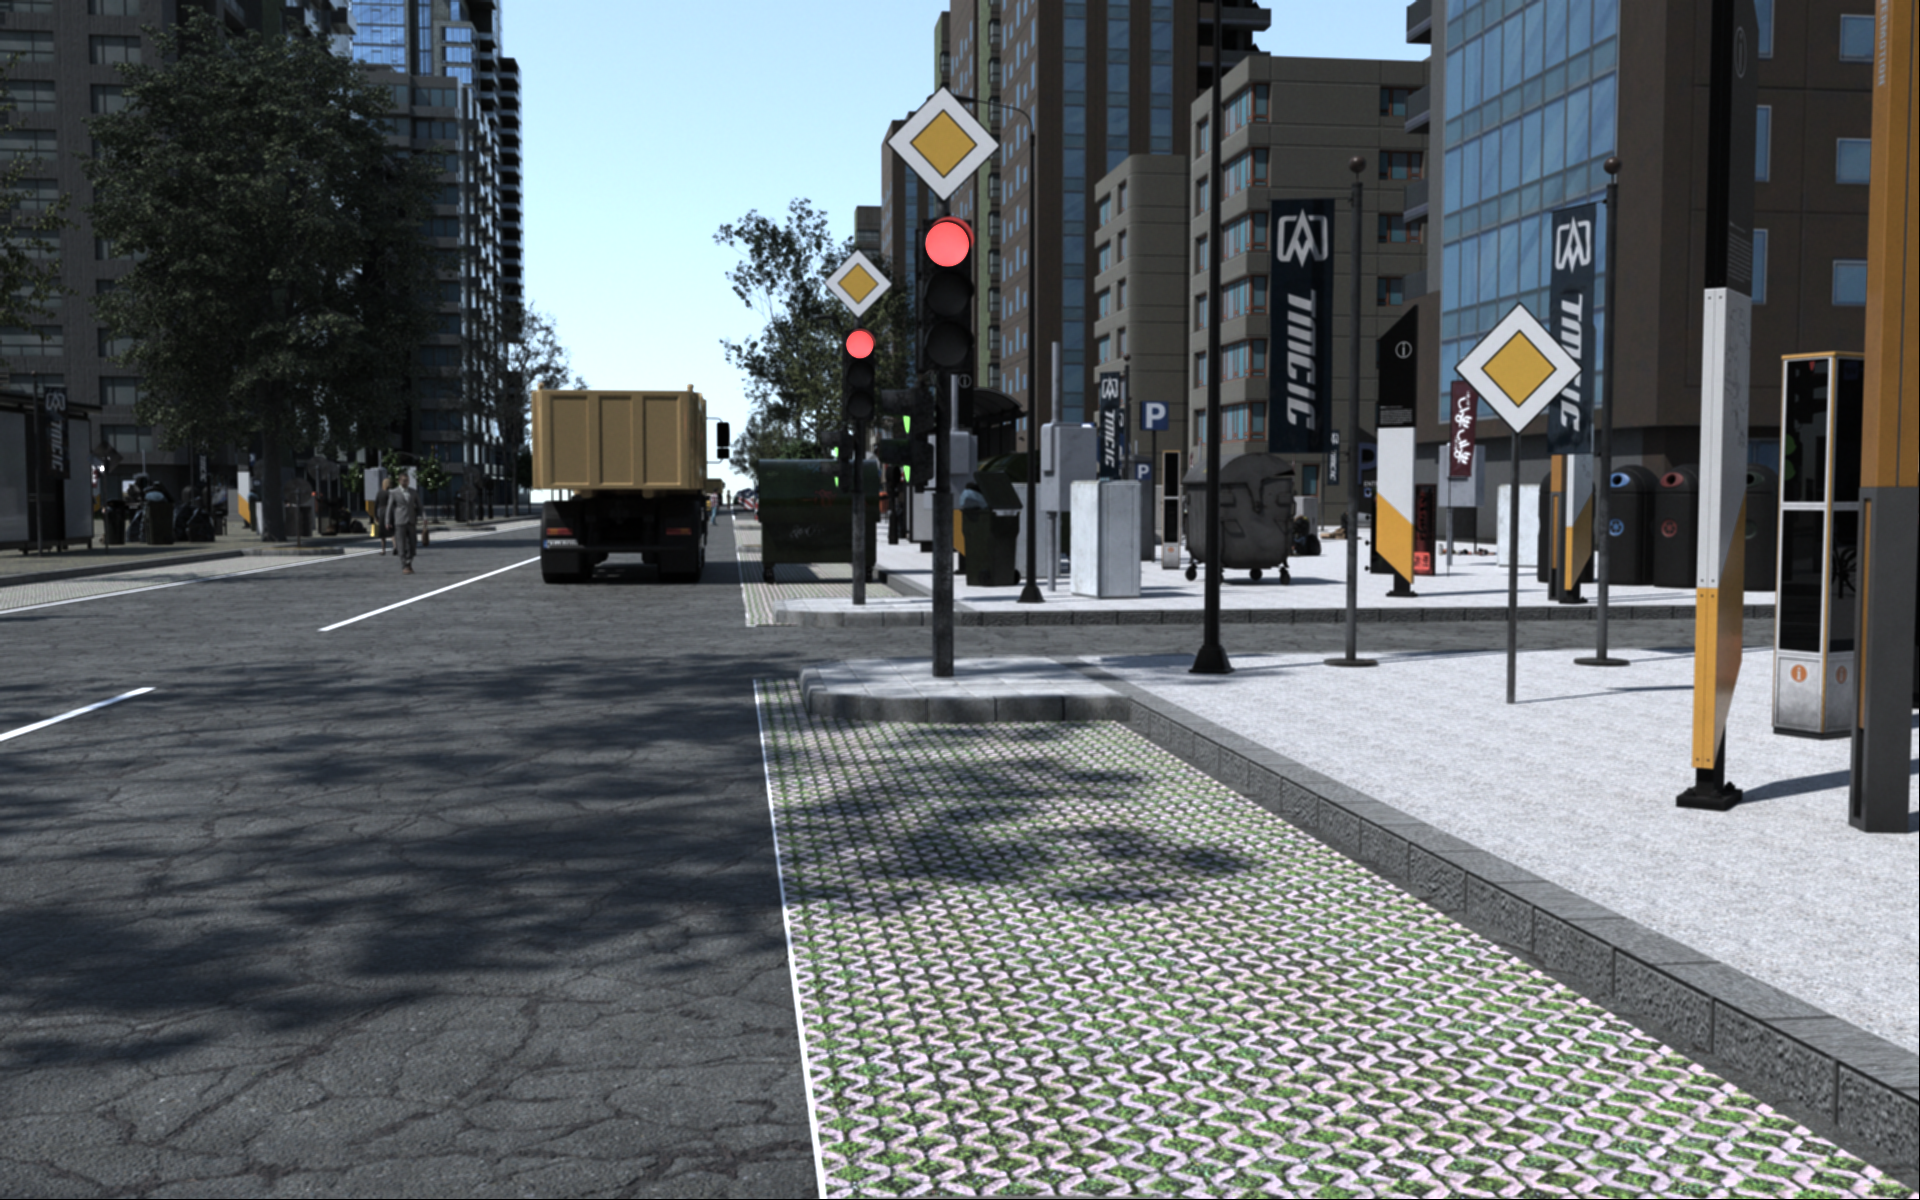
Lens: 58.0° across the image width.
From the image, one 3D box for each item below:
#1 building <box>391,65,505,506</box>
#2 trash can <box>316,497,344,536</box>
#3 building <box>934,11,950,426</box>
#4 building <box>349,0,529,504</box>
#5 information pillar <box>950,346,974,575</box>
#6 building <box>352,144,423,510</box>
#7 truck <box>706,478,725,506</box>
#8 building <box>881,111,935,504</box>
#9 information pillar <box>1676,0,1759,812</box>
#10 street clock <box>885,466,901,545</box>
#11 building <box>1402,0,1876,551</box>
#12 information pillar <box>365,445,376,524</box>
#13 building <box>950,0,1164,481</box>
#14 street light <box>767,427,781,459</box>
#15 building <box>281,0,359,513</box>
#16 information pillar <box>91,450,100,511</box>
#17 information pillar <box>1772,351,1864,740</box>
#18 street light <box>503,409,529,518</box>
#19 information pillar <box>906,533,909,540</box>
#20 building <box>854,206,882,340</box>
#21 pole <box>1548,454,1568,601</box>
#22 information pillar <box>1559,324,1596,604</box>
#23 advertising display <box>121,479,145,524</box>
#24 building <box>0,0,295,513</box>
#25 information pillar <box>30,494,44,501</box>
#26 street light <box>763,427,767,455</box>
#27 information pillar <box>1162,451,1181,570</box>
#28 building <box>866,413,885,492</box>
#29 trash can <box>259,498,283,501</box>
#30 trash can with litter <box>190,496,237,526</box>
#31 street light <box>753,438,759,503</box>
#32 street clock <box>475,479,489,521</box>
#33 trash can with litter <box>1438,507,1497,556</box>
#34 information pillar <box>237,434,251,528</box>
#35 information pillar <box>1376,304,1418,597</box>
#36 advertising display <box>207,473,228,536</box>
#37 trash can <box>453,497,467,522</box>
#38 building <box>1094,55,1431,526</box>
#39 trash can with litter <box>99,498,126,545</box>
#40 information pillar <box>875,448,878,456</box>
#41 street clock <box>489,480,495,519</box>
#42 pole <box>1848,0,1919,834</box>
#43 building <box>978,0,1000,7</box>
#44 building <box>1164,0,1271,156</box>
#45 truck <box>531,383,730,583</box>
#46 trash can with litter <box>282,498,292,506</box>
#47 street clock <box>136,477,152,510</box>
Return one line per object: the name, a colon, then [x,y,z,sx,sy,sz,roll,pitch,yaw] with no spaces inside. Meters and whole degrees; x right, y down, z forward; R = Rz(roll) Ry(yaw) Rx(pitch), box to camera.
building: [-65.568,-35.517,200.313,23.786,49.044,30.456,0,4,-8]
trash can: [-19.357,-2.535,53.099,0.748,1.137,0.748,0,3,0]
building: [4.532,-28.635,151.777,14.154,41.232,14.086,0,4,-8]
building: [-68.789,-56.086,229.682,22.319,86.520,31.000,0,4,-8]
information pillar: [-0.005,-2.209,27.467,0.504,3.616,0.183,-1,4,-14]
building: [-52.677,-22.638,141.834,14.160,30.474,14.107,0,4,-8]
truck: [-30.601,-13.298,213.353,3.469,3.379,9.791,-1,4,-9]
building: [-1.731,-33.878,204.012,14.600,45.320,14.200,0,4,-8]
information pillar: [3.157,-0.965,7.141,0.183,3.616,0.504,3,4,36]
street clock: [-1.692,-2.411,43.991,0.358,2.002,0.471,2,4,25]
building: [20.432,-23.976,42.114,14.200,45.320,14.600,0,4,-8]
information pillar: [-25.055,-5.026,73.536,0.183,3.616,0.504,1,4,17]
building: [6.944,-29.792,137.213,14.600,45.320,14.200,0,4,-8]
street light: [-9.649,-7.471,94.687,1.470,5.913,1.316,0,4,-8]
building: [-54.138,-30.488,118.092,23.786,49.044,30.456,0,4,-8]
information pillar: [-44.152,-5.932,88.337,0.183,3.616,0.504,3,5,39]
information pillar: [4.544,-0.285,9.153,0.304,2.012,0.304,-2,4,-30]
street light: [-24.106,-7.433,94.067,1.470,5.913,1.316,0,4,-8]
information pillar: [-1.306,-2.673,48.188,0.304,2.012,0.304,1,4,18]
building: [-8.195,-34.524,248.067,14.154,41.232,14.086,0,4,-8]
pole: [7.209,-1.648,20.793,0.158,3.312,0.155,0,3,0]
information pillar: [7.256,-1.768,20.266,0.504,3.616,0.183,-3,5,-43]
advertising display: [-35.643,-4.249,74.693,0.974,1.923,0.123,0,4,0]
building: [-46.634,-25.279,96.901,14.154,41.232,14.086,0,4,-8]
information pillar: [-34.885,-4.528,65.384,0.504,3.616,0.183,-1,4,-16]
street light: [-12.939,-9.020,120.016,1.470,5.913,1.316,0,4,-8]
information pillar: [3.601,-1.530,29.508,0.304,2.012,0.304,0,4,8]
building: [1.453,-23.442,228.308,27.650,21.520,28.899,0,4,-8]
trash can: [-22.741,-2.787,57.222,0.748,1.137,0.748,0,3,0]
trash can with litter: [-29.843,-3.515,68.523,2.233,1.210,1.678,0,4,-1]
street light: [-16.319,-10.532,144.737,1.470,5.913,1.316,0,4,-8]
street clock: [-23.044,-4.807,83.166,0.358,2.002,0.471,2,4,30]
trash can with litter: [10.955,-1.553,36.453,2.233,1.210,1.678,3,4,36]
information pillar: [-26.661,-4.476,64.533,0.504,3.616,0.183,1,4,11]
information pillar: [5.457,-1.849,21.591,0.504,3.616,0.183,3,4,36]
advertising display: [-22.986,-2.961,53.629,0.123,1.923,0.974,0,4,7]
trash can: [-22.702,-4.111,78.861,0.748,1.137,0.748,0,3,0]
building: [23.150,-14.656,84.660,27.650,21.520,28.899,0,4,-8]
trash can with litter: [-21.505,-1.981,43.780,0.624,1.170,1.055,-3,5,-45]
information pillar: [-4.270,-5.870,87.336,0.183,3.616,0.504,-2,4,-24]
street clock: [-24.221,-5.181,89.275,0.471,2.002,0.358,-2,4,-26]
pole: [3.512,-0.776,6.526,0.158,3.312,0.155,0,3,0]
building: [8.088,-26.890,123.250,14.154,41.232,14.086,0,4,-8]
building: [10.446,-28.060,108.894,14.600,45.320,14.200,0,4,-8]
truck: [-5.939,-2.179,31.548,3.469,3.379,9.791,0,4,-7]
trash can with litter: [-24.394,-3.091,61.921,1.055,1.170,0.624,0,4,-8]
street clock: [-33.975,-4.123,71.978,0.358,2.002,0.471,1,4,17]
